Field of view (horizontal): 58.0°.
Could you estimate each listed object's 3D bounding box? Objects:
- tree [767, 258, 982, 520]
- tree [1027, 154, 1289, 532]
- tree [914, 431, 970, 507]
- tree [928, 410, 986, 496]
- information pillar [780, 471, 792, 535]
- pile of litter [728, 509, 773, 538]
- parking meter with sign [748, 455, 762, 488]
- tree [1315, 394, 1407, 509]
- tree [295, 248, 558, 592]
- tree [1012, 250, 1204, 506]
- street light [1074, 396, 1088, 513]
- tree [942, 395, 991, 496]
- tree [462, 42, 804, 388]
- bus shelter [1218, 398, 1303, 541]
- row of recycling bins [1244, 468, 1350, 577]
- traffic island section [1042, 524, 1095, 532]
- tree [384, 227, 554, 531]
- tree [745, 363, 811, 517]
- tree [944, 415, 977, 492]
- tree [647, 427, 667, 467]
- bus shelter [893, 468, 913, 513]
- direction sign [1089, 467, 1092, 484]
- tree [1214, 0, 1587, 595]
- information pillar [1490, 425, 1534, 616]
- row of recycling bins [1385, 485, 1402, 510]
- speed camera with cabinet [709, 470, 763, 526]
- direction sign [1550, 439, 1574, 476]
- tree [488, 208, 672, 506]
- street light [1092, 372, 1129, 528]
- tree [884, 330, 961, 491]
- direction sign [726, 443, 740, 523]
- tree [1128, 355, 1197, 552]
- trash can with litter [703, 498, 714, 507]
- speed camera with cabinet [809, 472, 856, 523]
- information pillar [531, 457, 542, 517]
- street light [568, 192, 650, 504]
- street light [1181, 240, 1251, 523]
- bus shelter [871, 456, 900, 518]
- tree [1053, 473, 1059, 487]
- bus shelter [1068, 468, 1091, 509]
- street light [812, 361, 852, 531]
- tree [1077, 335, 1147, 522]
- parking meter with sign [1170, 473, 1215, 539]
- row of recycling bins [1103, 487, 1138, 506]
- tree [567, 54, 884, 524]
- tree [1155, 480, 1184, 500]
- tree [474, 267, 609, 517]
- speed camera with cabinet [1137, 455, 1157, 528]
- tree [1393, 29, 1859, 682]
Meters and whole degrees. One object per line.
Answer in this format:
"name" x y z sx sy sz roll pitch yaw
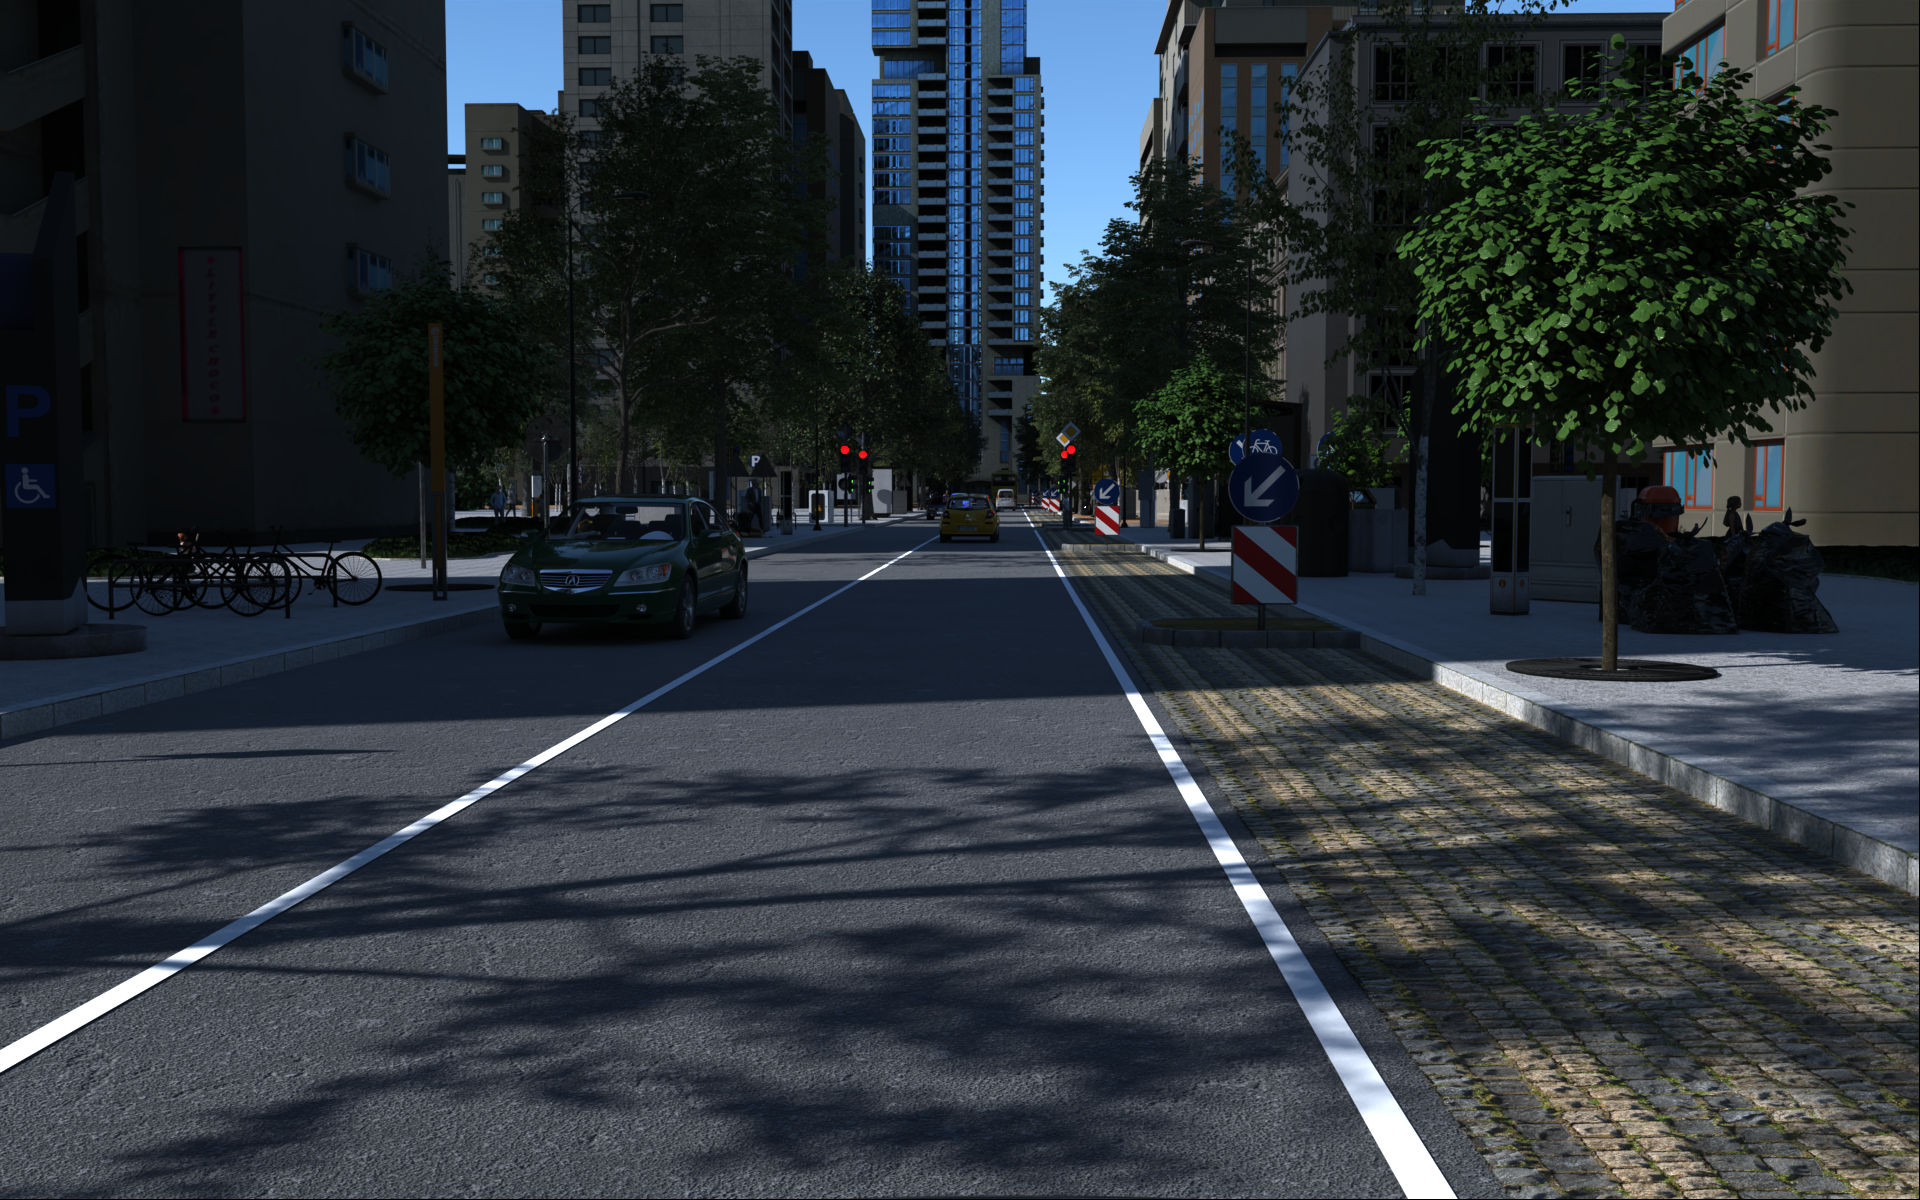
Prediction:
"tree" -4.604 -10.232 84.307 9.611 12.733 9.660 0 3 0
"tree" 7.549 -8.584 58.477 7.486 12.596 7.792 0 3 0
"tree" -2.245 -14.930 178.523 7.601 10.594 8.767 1 4 9
"tree" -1.226 -19.480 225.148 9.857 13.997 8.962 0 3 0
"information pillar" -5.478 -3.068 54.661 0.304 2.012 0.304 -1 4 -23
"pile of litter" -6.299 -2.267 51.033 1.719 0.858 1.176 0 4 5
"parking meter with sign" -9.125 -4.904 76.436 0.543 3.016 1.738 0 4 3
"tree" 7.436 -2.356 33.123 1.663 3.219 1.824 0 3 0
"tree" -7.133 -2.423 23.334 4.285 4.588 4.351 0 3 0
"tree" 8.153 -11.275 91.001 9.857 13.997 8.962 0 3 0
"street light" 6.196 -6.692 81.950 1.470 5.913 1.316 0 4 2
"tree" -1.764 -17.194 191.492 12.009 13.543 11.850 0 3 0
"tree" -6.699 -6.174 35.354 7.601 10.594 8.767 -1 4 -12
"bus shelter" 7.545 -3.271 44.765 1.731 3.624 6.357 0 4 2
"row of recycling bins" 5.510 -1.299 28.358 1.069 1.692 3.534 0 4 -6
"traffic island section" 4.293 -2.729 66.905 2.009 0.180 2.903 0 4 2
"tree" -14.129 -6.024 48.852 4.360 8.622 3.978 0 3 0
"tree" -9.187 -8.996 97.441 4.360 8.622 3.978 0 3 0
"tree" -1.846 -17.221 207.322 9.928 11.665 9.643 0 3 0
"tree" -20.474 -10.646 124.418 4.737 8.622 4.395 0 3 0
"bus shelter" -4.033 -8.079 123.378 1.731 3.624 6.357 0 4 2
"direction sign" 10.894 -9.061 140.151 0.876 3.537 0.379 -1 4 -11
"tree" 5.654 -4.374 21.882 4.737 8.622 4.395 0 3 0
"information pillar" 5.849 -0.849 18.373 0.304 2.012 0.304 -3 5 -39
"row of recycling bins" 17.489 -4.188 75.583 3.534 1.692 1.069 0 4 7
"speed camera with cabinet" -8.625 -4.436 66.870 2.038 3.252 0.660 -2 4 -25
"direction sign" 22.157 -4.394 63.831 0.876 3.537 0.379 0 4 -3
"tree" -24.626 -15.740 113.238 12.611 20.169 13.585 0 3 0
"street light" 5.720 -5.704 65.802 1.470 5.913 1.316 0 4 2
"tree" -3.785 -11.701 109.436 7.486 12.596 7.792 0 3 0
"direction sign" -10.252 -5.231 77.525 0.876 3.537 0.379 -3 4 -37
"tree" 5.524 -3.367 38.770 4.285 4.588 4.351 0 3 0
"trash can with litter" -7.458 -2.339 49.630 0.624 1.170 1.055 1 4 13
"speed camera with cabinet" -5.690 -5.058 77.034 2.038 3.252 0.660 1 4 20
"information pillar" -19.134 -5.313 78.228 0.183 3.616 0.504 3 5 40
"street light" -5.456 -3.317 26.767 1.470 5.913 1.316 0 4 2
"street light" 4.742 -3.625 31.804 1.470 5.913 1.316 0 4 2
"bus shelter" -4.291 -6.192 95.163 2.014 3.302 5.546 0 4 2
"tree" 9.883 -12.651 157.207 4.360 8.622 3.978 0 3 0
"bus shelter" 8.533 -8.124 126.758 2.014 3.302 5.546 0 4 2
"street light" -4.478 -5.393 60.713 1.470 5.913 1.316 0 4 2
"tree" 7.489 -7.840 78.553 4.737 8.622 4.395 0 3 0
"parking meter with sign" 6.945 -3.281 49.900 1.738 3.016 0.543 -1 4 -11
"row of recycling bins" 9.217 -5.658 99.625 1.069 1.692 3.534 3 4 36
"tree" -6.189 -7.752 44.880 7.486 12.596 7.792 0 3 0
"tree" 17.321 -11.857 144.222 4.360 8.622 3.978 0 3 0
"tree" -24.687 -11.707 98.071 9.857 13.997 8.962 0 3 0
"speed camera with cabinet" 7.090 -4.356 65.561 0.660 3.252 2.038 1 4 10
"tree" 4.766 -1.757 12.439 4.285 4.588 4.351 0 3 0
